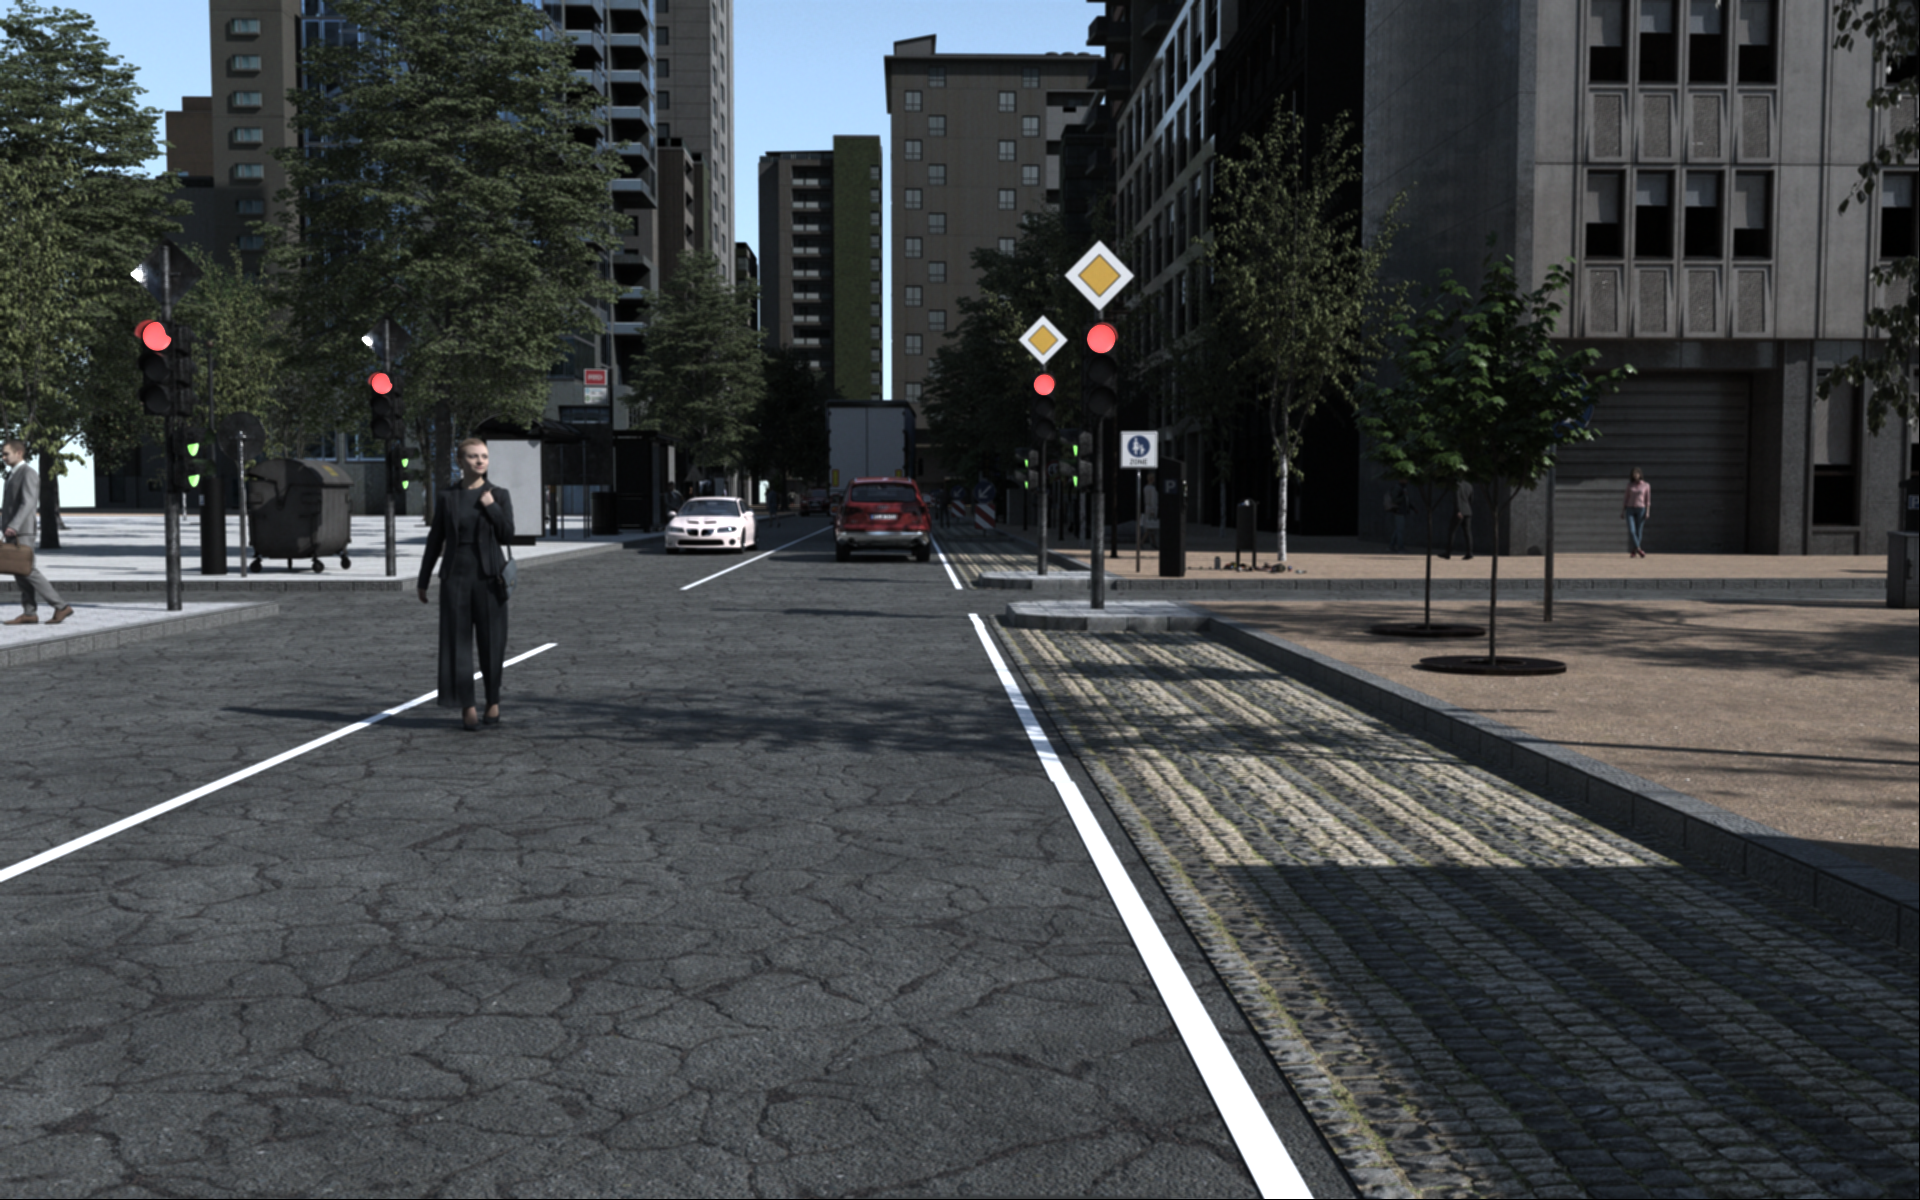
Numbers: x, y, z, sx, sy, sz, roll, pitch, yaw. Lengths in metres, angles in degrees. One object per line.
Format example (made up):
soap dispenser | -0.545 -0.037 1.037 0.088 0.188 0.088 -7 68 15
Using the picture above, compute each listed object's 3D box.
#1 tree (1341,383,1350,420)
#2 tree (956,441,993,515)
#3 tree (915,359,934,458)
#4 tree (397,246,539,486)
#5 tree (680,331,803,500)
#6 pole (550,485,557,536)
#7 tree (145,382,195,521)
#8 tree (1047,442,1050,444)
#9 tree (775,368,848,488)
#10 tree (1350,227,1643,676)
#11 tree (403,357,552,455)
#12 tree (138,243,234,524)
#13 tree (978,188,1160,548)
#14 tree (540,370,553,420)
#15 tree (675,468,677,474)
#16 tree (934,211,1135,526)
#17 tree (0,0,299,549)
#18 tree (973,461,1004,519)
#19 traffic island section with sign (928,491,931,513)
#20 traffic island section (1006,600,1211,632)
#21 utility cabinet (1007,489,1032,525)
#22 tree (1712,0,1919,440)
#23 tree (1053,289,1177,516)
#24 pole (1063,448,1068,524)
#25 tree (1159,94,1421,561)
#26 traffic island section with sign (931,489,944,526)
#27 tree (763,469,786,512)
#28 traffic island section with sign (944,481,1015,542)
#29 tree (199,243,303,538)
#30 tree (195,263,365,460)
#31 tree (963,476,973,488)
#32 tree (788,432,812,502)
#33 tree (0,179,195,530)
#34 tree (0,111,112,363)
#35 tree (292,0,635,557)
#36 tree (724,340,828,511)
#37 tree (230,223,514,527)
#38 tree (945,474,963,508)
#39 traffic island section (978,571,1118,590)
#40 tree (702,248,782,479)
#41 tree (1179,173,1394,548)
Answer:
tree | 4.266 -1.308 15.994 1.663 3.219 1.824 0 3 0
tree | 1.272 -7.485 106.101 4.285 4.588 4.351 0 3 0
tree | 0.849 -12.004 114.384 7.486 12.596 7.792 0 3 0
tree | -14.992 -6.209 51.884 4.360 8.622 3.978 0 3 0
tree | -12.317 -9.864 95.689 8.767 10.594 7.601 3 5 40
pole | -12.583 -3.651 53.531 0.158 3.312 0.155 0 3 0
tree | -37.319 -8.111 82.971 4.360 8.622 3.978 0 3 0
tree | 6.335 -9.164 100.187 4.360 8.622 3.978 0 3 0
tree | -14.150 -16.340 173.813 9.857 13.997 8.962 0 3 0
tree | 3.899 -1.110 12.752 1.663 3.219 1.824 0 3 0
tree | -27.010 -9.821 94.987 8.767 10.594 7.601 -3 4 -36
tree | -32.259 -9.023 73.276 9.928 11.665 9.643 0 3 0
tree | 2.693 -5.554 41.166 4.737 8.622 4.395 0 3 0
tree | -15.751 -6.571 57.798 4.360 8.622 3.978 0 3 0
tree | -11.362 -4.249 64.070 1.663 3.219 1.824 0 3 0
tree | 3.165 -9.246 69.303 7.486 12.596 7.792 0 3 0
tree | -21.056 -7.466 40.192 7.486 12.596 7.792 0 3 0
tree | 2.053 -5.870 90.569 1.663 3.219 1.824 0 3 0
traffic island section with sign | -1.712 -7.377 129.241 1.989 1.847 2.006 0 4 -2
traffic island section | 1.560 0.176 19.396 2.009 0.180 2.903 0 4 -2
utility cabinet | 2.533 -3.837 71.418 1.173 1.500 0.318 -1 4 -16
tree | 5.103 -3.519 7.905 4.360 8.622 3.978 0 3 0
tree | 5.704 -6.781 61.226 4.360 8.622 3.978 0 3 0
pole | 4.535 -4.940 74.612 0.158 3.312 0.155 0 3 0
tree | 6.410 -5.053 32.985 4.737 8.622 4.395 0 3 0
traffic island section with sign | -0.215 -4.300 78.931 1.989 1.847 2.006 0 4 -2
tree | -12.714 -7.741 121.163 1.663 3.219 1.824 0 3 0
traffic island section with sign | 0.605 -2.652 51.988 1.989 1.847 2.006 0 4 -2
tree | -21.026 -6.100 50.095 4.737 8.622 4.395 0 3 0
tree | -21.493 -6.473 56.193 4.360 8.622 3.978 0 3 0
tree | 1.319 -6.383 98.958 1.663 3.219 1.824 0 3 0
tree | -14.592 -12.640 157.033 4.737 8.622 4.395 0 3 0
tree | -32.385 -8.849 61.697 9.611 12.733 9.660 0 3 0
tree | -17.199 -4.941 31.151 4.737 8.622 4.395 0 3 0
tree | -10.135 -7.157 35.148 7.486 12.596 7.792 0 3 0
tree | -13.283 -13.003 129.608 9.611 12.733 9.660 0 3 0
tree | -21.103 -8.703 68.049 9.928 11.665 9.643 0 3 0
tree | -0.750 -10.424 165.027 1.663 3.219 1.824 0 3 0
traffic island section | 1.322 -0.312 27.377 2.009 0.180 2.903 0 4 -2
tree | -12.085 -9.956 80.915 7.486 12.596 7.792 0 3 0
tree | 7.865 -5.526 40.714 4.360 8.622 3.978 0 3 0
